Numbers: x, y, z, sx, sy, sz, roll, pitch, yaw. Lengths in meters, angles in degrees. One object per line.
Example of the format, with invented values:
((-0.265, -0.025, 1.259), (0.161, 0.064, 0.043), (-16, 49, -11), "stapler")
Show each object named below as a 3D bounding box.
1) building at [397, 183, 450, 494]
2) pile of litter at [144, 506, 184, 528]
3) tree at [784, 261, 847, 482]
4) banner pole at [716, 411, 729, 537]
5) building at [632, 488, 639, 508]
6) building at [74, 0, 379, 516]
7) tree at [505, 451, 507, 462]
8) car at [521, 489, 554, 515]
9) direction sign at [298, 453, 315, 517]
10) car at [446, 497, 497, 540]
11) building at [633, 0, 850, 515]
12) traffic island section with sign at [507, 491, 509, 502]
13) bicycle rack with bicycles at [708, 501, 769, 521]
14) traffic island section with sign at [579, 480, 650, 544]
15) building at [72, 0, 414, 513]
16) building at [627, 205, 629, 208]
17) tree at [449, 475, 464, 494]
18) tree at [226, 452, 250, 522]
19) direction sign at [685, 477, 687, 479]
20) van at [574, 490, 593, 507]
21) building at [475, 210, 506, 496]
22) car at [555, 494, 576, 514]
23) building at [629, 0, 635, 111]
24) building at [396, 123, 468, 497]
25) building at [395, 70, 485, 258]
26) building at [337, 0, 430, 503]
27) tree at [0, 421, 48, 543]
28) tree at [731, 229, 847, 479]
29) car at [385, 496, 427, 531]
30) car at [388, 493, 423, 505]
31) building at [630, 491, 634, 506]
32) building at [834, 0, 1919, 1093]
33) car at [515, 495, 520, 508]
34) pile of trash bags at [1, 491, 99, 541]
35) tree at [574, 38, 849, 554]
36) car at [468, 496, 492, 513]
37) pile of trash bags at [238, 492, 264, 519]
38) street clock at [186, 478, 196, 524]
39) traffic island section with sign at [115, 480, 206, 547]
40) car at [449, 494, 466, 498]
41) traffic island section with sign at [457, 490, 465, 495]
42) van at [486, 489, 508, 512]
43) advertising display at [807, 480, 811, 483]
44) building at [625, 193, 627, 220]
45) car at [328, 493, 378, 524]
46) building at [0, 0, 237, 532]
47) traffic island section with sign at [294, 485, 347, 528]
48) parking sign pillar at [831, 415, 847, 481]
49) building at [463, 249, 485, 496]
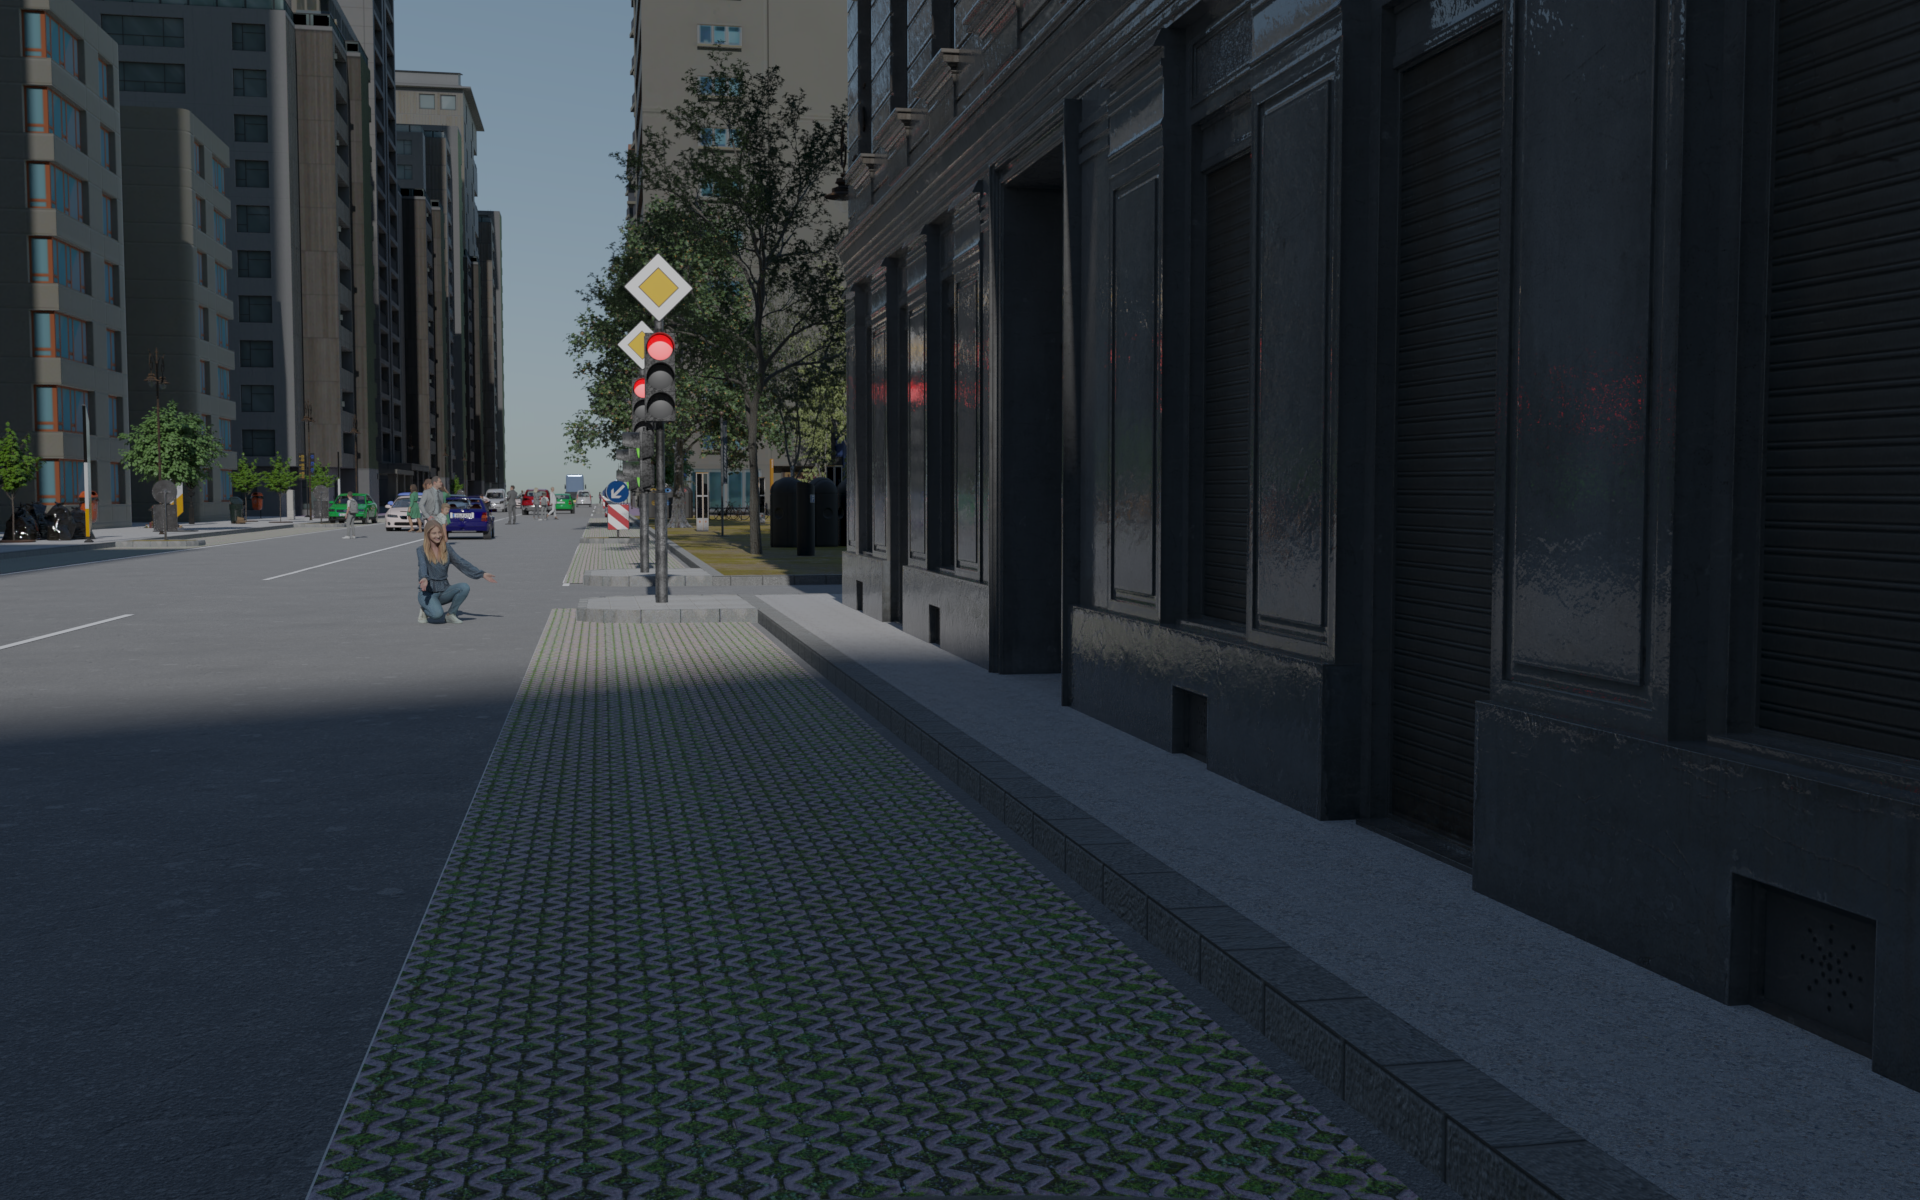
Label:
((-55.794, -23.857, 161.769), (14.160, 30.474, 14.107), (-1, 4, -12), "building")
((-30.141, -3.142, 65.336), (1.719, 0.858, 1.176), (2, 4, 26), "pile of litter")
((-3.316, -6.292, 53.242), (4.737, 8.622, 4.395), (0, 3, 0), "tree")
((-7.107, -3.800, 52.149), (0.401, 3.779, 0.863), (-1, 4, -22), "banner pole")
((-15.462, -29.112, 167.854), (32.217, 40.220, 23.993), (-1, 4, -12), "building")
((-43.420, -20.331, 104.112), (14.160, 30.474, 14.107), (-1, 4, -12), "building")
((-68.342, -18.568, 253.952), (4.360, 8.622, 3.978), (0, 3, 0), "tree")
((-29.089, -6.771, 119.380), (2.281, 1.827, 5.304), (-1, 4, -11), "car")
((-35.990, -6.328, 95.465), (0.876, 3.537, 0.379), (0, 4, 0), "direction sign")
((-15.858, -2.626, 55.518), (1.945, 1.354, 3.894), (-1, 4, -13), "car")
((-10.506, -30.044, 114.926), (21.300, 48.544, 21.600), (-1, 4, -12), "building")
((-59.964, -13.580, 230.655), (1.989, 1.847, 2.006), (-1, 4, -12), "traffic island section with sign")
((-11.159, -4.363, 84.721), (2.925, 0.926, 2.852), (1, 4, 21), "bicycle rack with bicycles")
((-10.120, -2.571, 50.664), (1.989, 1.847, 2.006), (-1, 4, -12), "traffic island section with sign")
((-55.880, -26.247, 121.024), (32.217, 40.220, 23.993), (-1, 4, -12), "building")
((-35.539, -38.268, 245.288), (23.786, 49.044, 30.456), (-1, 4, -12), "building")
((-50.702, -11.004, 174.509), (1.663, 3.219, 1.824), (0, 3, 0), "tree")
((-33.130, -5.226, 80.044), (1.663, 3.219, 1.824), (0, 3, 0), "tree")
((-14.170, -5.815, 87.071), (0.876, 3.537, 0.379), (-2, 4, -24), "direction sign")
((-40.949, -11.096, 188.425), (2.013, 2.044, 4.112), (-1, 4, -13), "van")
((-71.321, -34.149, 241.922), (14.154, 41.232, 14.086), (-1, 4, -12), "building")
((-29.185, -7.229, 126.983), (1.959, 1.807, 4.718), (-1, 4, -11), "car")
((-15.200, -29.697, 140.175), (22.147, 44.769, 28.867), (-1, 4, -12), "building")
((-60.881, -30.703, 185.583), (14.154, 41.232, 14.086), (-1, 4, -12), "building")
((-75.275, -38.503, 218.758), (28.713, 52.752, 27.495), (-1, 4, -12), "building")
((-55.451, -43.098, 142.902), (20.563, 71.187, 20.611), (-1, 4, -12), "building")
((-25.253, -3.135, 45.858), (1.663, 3.219, 1.824), (0, 3, 0), "tree")
((-4.589, -5.970, 47.977), (4.360, 8.622, 3.978), (0, 3, 0), "tree")
((-21.550, -3.429, 68.429), (2.083, 1.381, 4.827), (-1, 4, -12), "car")
((-24.052, -4.063, 76.029), (1.945, 1.707, 3.694), (-1, 4, -13), "car")
((-30.044, -25.839, 194.173), (14.160, 30.474, 14.107), (-1, 4, -12), "building")
((5.027, -9.947, 11.781), (9.793, 20.994, 18.267), (-1, 4, -12), "building")
((-43.479, -9.766, 172.034), (2.083, 1.381, 4.827), (-1, 4, -11), "car")
((-25.392, -2.399, 48.973), (1.912, 1.369, 3.447), (0, 4, 1), "pile of trash bags")
((-4.641, -6.250, 36.594), (7.601, 10.594, 8.767), (-3, 5, -40), "tree")
((-32.902, -6.443, 117.916), (1.945, 1.354, 3.894), (-1, 4, -11), "car")
((-37.853, -4.928, 90.319), (3.447, 1.369, 1.912), (1, 4, 14), "pile of trash bags")
((-32.643, -4.218, 73.537), (0.471, 2.002, 0.358), (-3, 5, -39), "street clock")
((-21.903, -2.382, 47.573), (1.989, 1.847, 2.006), (-1, 4, -12), "traffic island section with sign")
((-30.971, -5.755, 106.095), (2.014, 1.417, 4.499), (-1, 4, -10), "car")
((-43.222, -8.656, 150.148), (1.989, 1.847, 2.006), (-1, 4, -12), "traffic island section with sign")
((-36.716, -7.944, 136.891), (2.013, 2.044, 4.112), (-1, 4, -11), "van")
((-6.477, -4.510, 78.954), (0.974, 1.923, 0.123), (-1, 4, -19), "advertising display")
((-30.169, -34.316, 215.696), (22.147, 44.769, 28.867), (-1, 4, -12), "building")
((-28.969, -4.519, 82.677), (1.959, 1.807, 4.718), (-1, 4, -10), "car")
((-46.999, -13.747, 69.795), (27.650, 21.520, 28.899), (-1, 4, -12), "building")
((-27.529, -4.035, 74.598), (1.989, 1.847, 2.006), (-1, 4, -12), "traffic island section with sign")
((-3.860, -4.297, 58.720), (1.447, 3.967, 1.447), (2, 4, 28), "parking sign pillar")
((-63.034, -26.237, 200.682), (14.160, 30.474, 14.107), (-1, 4, -12), "building")
